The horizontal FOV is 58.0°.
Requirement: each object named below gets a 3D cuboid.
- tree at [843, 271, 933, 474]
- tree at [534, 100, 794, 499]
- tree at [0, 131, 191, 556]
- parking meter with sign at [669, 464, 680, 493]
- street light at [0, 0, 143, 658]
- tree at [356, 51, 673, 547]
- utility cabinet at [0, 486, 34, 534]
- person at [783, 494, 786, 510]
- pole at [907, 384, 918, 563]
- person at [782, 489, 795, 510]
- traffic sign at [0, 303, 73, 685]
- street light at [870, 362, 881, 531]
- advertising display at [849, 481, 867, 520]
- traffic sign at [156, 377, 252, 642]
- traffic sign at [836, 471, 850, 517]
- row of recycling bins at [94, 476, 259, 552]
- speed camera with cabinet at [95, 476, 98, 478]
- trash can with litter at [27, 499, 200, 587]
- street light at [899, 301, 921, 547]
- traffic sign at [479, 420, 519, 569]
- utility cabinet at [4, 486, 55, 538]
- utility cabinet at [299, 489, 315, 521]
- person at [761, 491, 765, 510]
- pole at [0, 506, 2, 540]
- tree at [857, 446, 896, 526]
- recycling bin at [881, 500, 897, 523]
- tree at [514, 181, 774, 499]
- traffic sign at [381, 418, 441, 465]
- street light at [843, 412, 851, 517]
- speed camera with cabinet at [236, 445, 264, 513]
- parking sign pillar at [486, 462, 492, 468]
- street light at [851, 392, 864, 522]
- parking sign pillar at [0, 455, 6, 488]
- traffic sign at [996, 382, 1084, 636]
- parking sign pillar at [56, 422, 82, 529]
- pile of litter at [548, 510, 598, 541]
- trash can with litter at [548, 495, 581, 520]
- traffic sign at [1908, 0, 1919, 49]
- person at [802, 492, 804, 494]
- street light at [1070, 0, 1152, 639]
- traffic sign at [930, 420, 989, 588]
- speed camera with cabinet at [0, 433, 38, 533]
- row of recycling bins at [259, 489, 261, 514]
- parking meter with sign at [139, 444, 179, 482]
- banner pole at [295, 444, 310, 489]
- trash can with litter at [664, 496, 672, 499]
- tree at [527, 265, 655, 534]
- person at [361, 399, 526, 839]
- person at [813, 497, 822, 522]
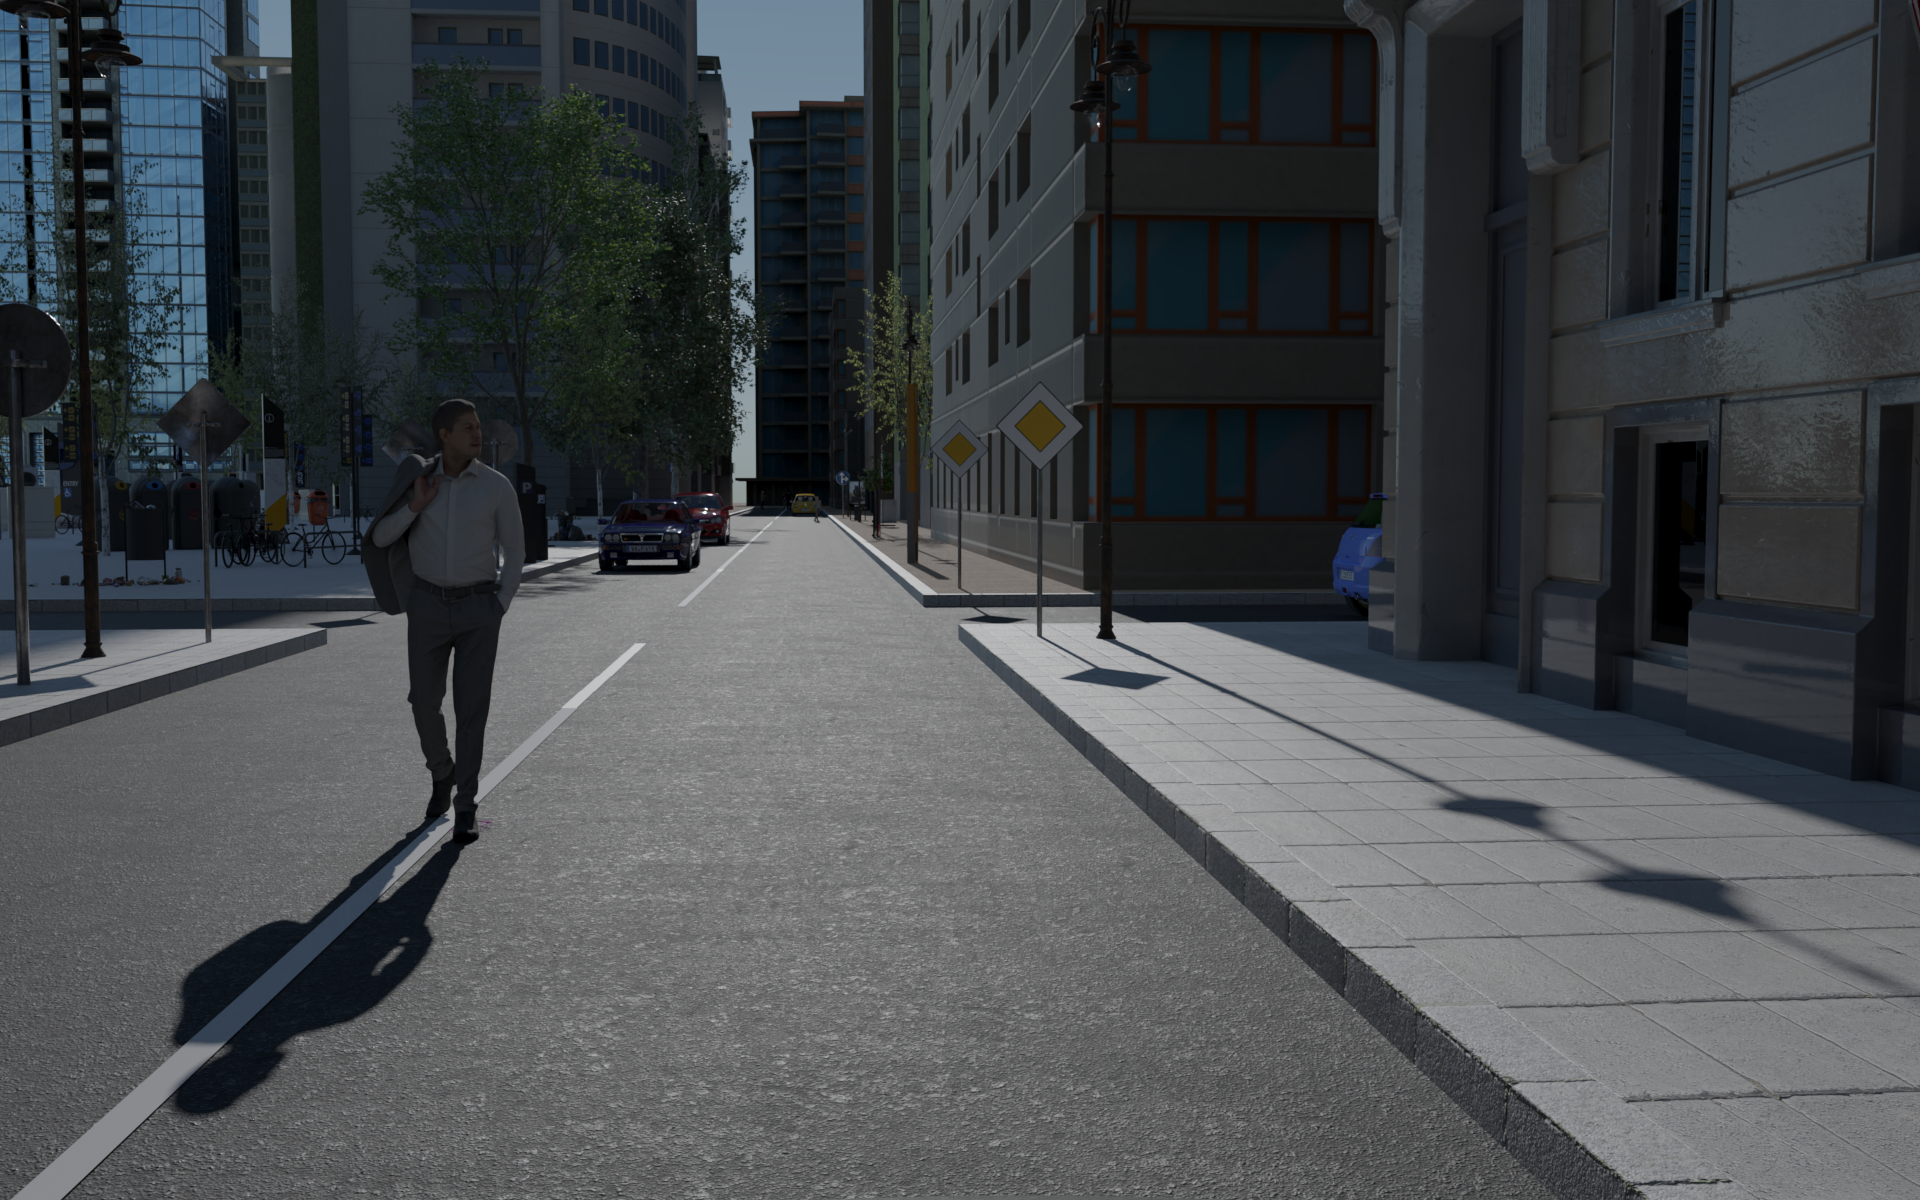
[{"bbox_3d":[-1.668,-6.498,56.601,4.360,8.622,3.978,0,3,0],"label":"tree"},{"bbox_3d":[-14.610,-14.059,85.756,12.611,20.169,13.585,0,3,0],"label":"tree"},{"bbox_3d":[-17.656,-5.201,35.398,4.360,8.622,3.978,0,3,0],"label":"tree"},{"bbox_3d":[-15.747,-6.109,96.144,0.543,3.016,1.738,0,4,-2],"label":"parking meter with sign"},{"bbox_3d":[-6.820,-2.487,13.454,0.468,5.910,1.993,0,4,-5],"label":"street light"},{"bbox_3d":[-10.572,-7.093,41.733,9.928,11.665,9.643,0,3,0],"label":"tree"},{"bbox_3d":[-32.633,-3.110,59.531,1.173,1.500,0.318,-1,4,-12],"label":"utility cabinet"},{"bbox_3d":[-16.214,-9.033,159.405,0.599,1.433,0.991,0,4,-4],"label":"person"},{"bbox_3d":[-0.878,-2.339,32.084,0.158,3.312,0.155,0,3,0],"label":"pole"},{"bbox_3d":[-15.243,-8.941,154.312,1.348,1.869,0.705,0,4,3],"label":"person"},{"bbox_3d":[-6.300,-0.702,11.576,0.768,2.556,0.104,0,4,4],"label":"traffic sign"},{"bbox_3d":[-2.935,-5.354,60.328,0.468,5.910,1.993,0,4,-5],"label":"street light"},{"bbox_3d":[-5.020,-4.881,85.024,0.974,1.923,0.123,2,4,29],"label":"advertising display"},{"bbox_3d":[-6.502,-0.690,14.931,0.795,2.450,0.064,0,4,-5],"label":"traffic sign"},{"bbox_3d":[-6.402,-5.794,94.833,0.768,2.556,0.104,0,4,-4],"label":"traffic sign"},{"bbox_3d":[-18.156,-1.997,39.761,3.534,1.692,1.069,-3,5,-44],"label":"row of recycling bins"},{"bbox_3d":[-45.065,-5.907,90.919,0.660,3.252,2.038,-1,4,-9],"label":"speed camera with cabinet"},{"bbox_3d":[-11.965,-0.826,24.555,2.233,1.210,1.678,-1,4,-17],"label":"trash can with litter"},{"bbox_3d":[-1.205,-4.209,41.601,0.468,5.910,1.993,0,4,-5],"label":"street light"},{"bbox_3d":[-7.935,-1.805,29.625,0.768,2.556,0.104,0,4,-5],"label":"traffic sign"},{"bbox_3d":[-26.786,-2.524,49.946,1.173,1.500,0.318,-2,4,-34],"label":"utility cabinet"},{"bbox_3d":[-31.060,-4.506,82.352,0.318,1.500,1.173,-3,5,-44],"label":"utility cabinet"},{"bbox_3d":[-17.967,-9.161,158.816,0.750,1.759,0.617,2,4,31],"label":"person"},{"bbox_3d":[-26.848,-3.327,48.237,0.158,3.312,0.155,0,3,0],"label":"pole"},{"bbox_3d":[-3.042,-4.573,69.364,1.663,3.219,1.824,0,3,0],"label":"tree"},{"bbox_3d":[-3.291,-4.029,78.420,0.722,1.027,0.722,-1,4,-17],"label":"recycling bin"},{"bbox_3d":[-11.676,-8.970,63.660,9.611,12.733,9.660,0,3,0],"label":"tree"},{"bbox_3d":[-7.225,-1.177,22.883,0.795,2.450,0.064,0,4,-5],"label":"traffic sign"},{"bbox_3d":[-6.304,-7.625,97.451,0.468,5.910,1.993,0,4,-5],"label":"street light"},{"bbox_3d":[-28.445,-4.642,70.240,2.038,3.252,0.660,1,4,21],"label":"speed camera with cabinet"},{"bbox_3d":[-24.721,-6.175,89.441,1.447,3.967,1.447,2,4,30],"label":"parking sign pillar"},{"bbox_3d":[-4.562,-6.465,78.488,0.468,5.910,1.993,0,4,-5],"label":"street light"},{"bbox_3d":[-47.394,-5.878,84.574,1.447,3.967,1.447,-1,4,-12],"label":"parking sign pillar"},{"bbox_3d":[0.714,-0.729,15.564,0.795,2.450,0.064,0,4,-5],"label":"traffic sign"},{"bbox_3d":[-33.206,-4.663,64.708,1.447,3.967,1.447,1,4,17],"label":"parking sign pillar"},{"bbox_3d":[-10.743,-2.058,47.608,1.719,0.858,1.176,2,4,35],"label":"pile of litter"},{"bbox_3d":[-19.958,-4.647,87.041,2.233,1.210,1.678,-3,4,-38],"label":"trash can with litter"},{"bbox_3d":[1.957,-0.175,2.975,0.768,2.556,0.104,0,4,0],"label":"traffic sign"},{"bbox_3d":[-12.599,-7.872,138.680,0.415,1.643,0.593,-3,5,-41],"label":"person"},{"bbox_3d":[1.299,-2.595,15.215,0.468,5.910,1.993,0,4,-5],"label":"street light"},{"bbox_3d":[-0.009,-1.216,23.516,0.795,2.450,0.064,0,4,-5],"label":"traffic sign"},{"bbox_3d":[-30.927,-3.767,55.929,2.038,3.252,0.660,-2,4,-31],"label":"speed camera with cabinet"},{"bbox_3d":[-21.759,-2.580,49.304,3.534,1.692,1.069,-1,4,-12],"label":"row of recycling bins"},{"bbox_3d":[-28.333,-3.940,60.680,1.738,3.016,0.543,-1,4,-15],"label":"parking meter with sign"},{"bbox_3d":[-31.663,-5.721,83.550,0.863,3.779,0.401,-3,4,-37],"label":"banner pole"},{"bbox_3d":[-14.449,-4.485,84.717,0.624,1.170,1.055,2,4,30],"label":"trash can with litter"},{"bbox_3d":[-11.433,-6.369,54.495,4.737,8.622,4.395,0,3,0],"label":"tree"},{"bbox_3d":[-2.211,0.071,7.434,0.679,1.850,0.850,-1,4,-13],"label":"person"},{"bbox_3d":[-7.204,-4.571,87.508,0.475,1.303,0.640,-3,5,-40],"label":"person"}]
